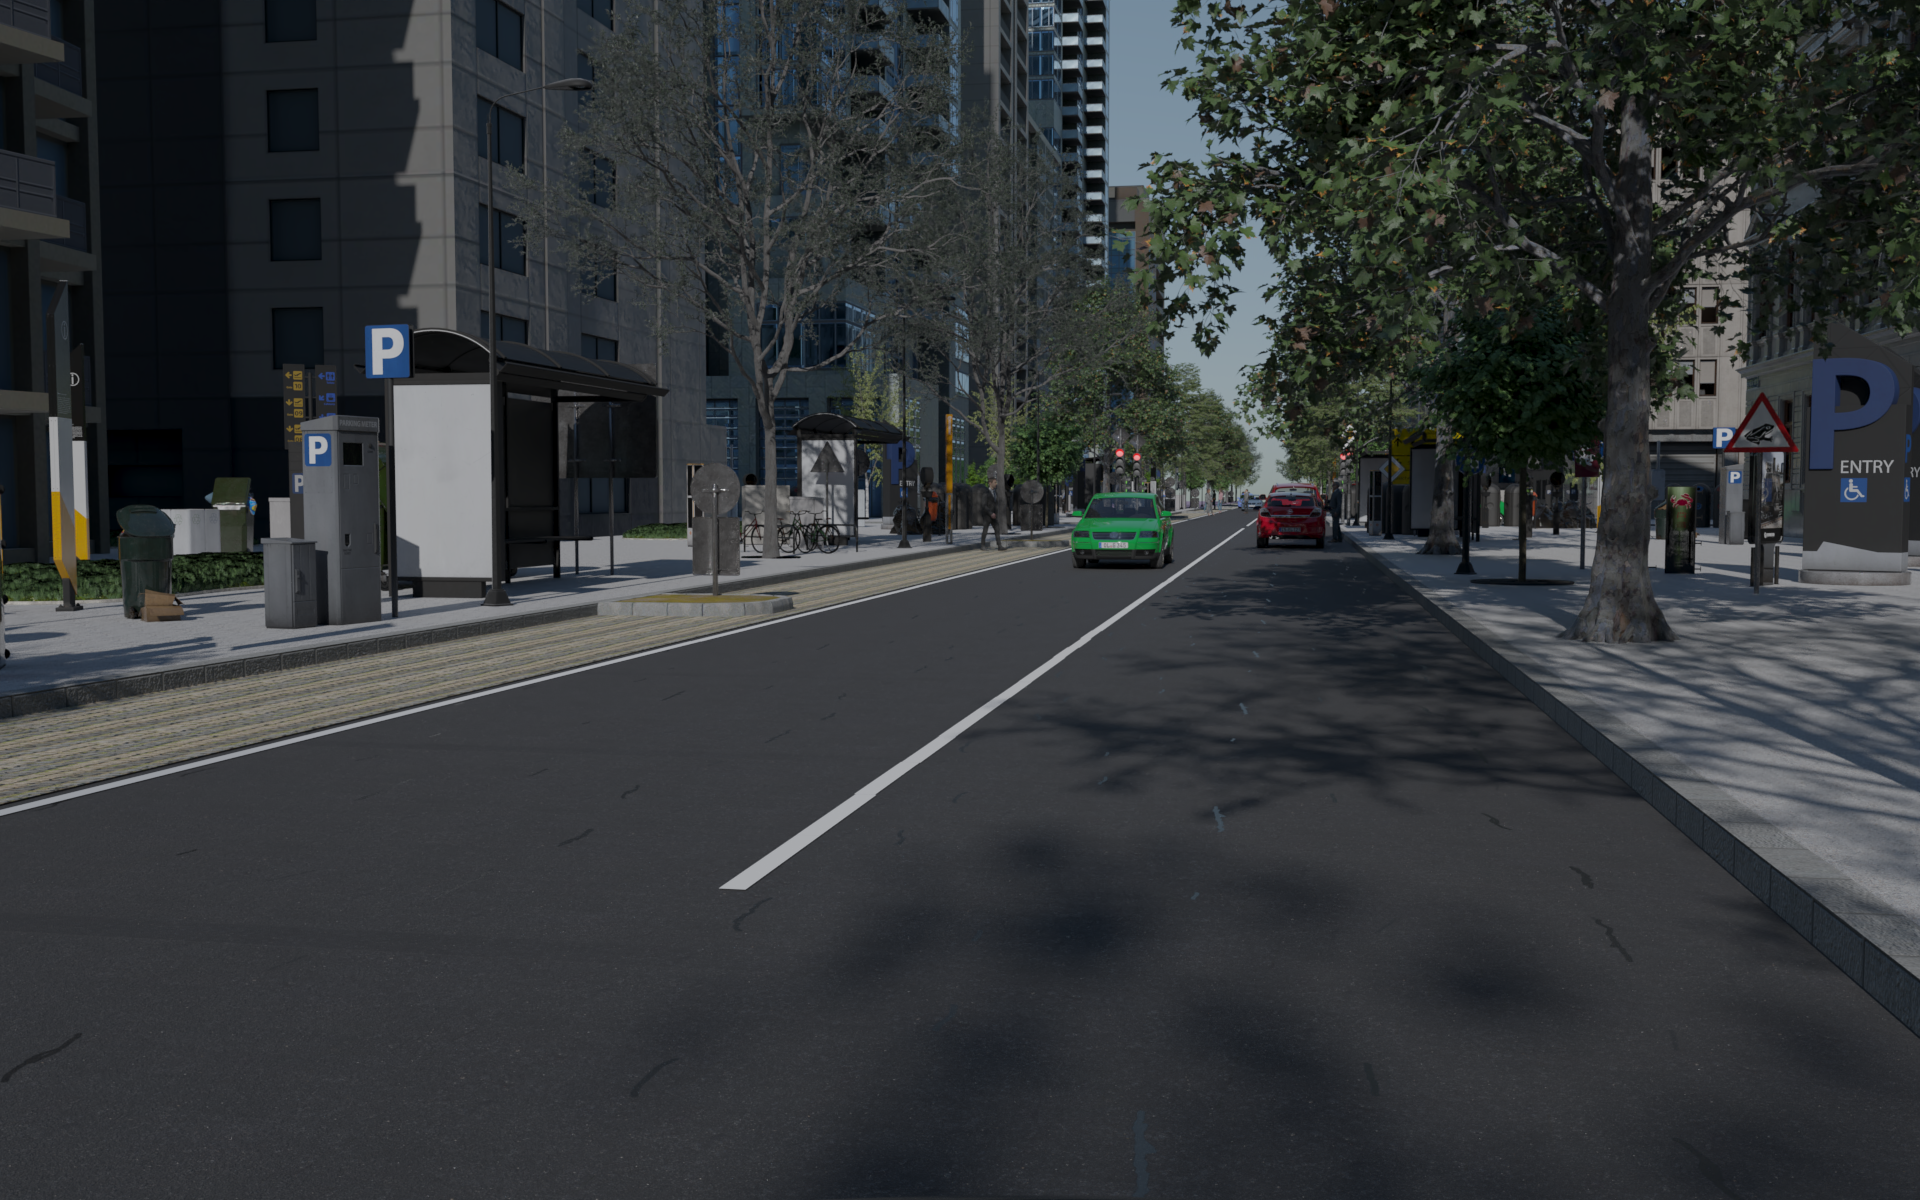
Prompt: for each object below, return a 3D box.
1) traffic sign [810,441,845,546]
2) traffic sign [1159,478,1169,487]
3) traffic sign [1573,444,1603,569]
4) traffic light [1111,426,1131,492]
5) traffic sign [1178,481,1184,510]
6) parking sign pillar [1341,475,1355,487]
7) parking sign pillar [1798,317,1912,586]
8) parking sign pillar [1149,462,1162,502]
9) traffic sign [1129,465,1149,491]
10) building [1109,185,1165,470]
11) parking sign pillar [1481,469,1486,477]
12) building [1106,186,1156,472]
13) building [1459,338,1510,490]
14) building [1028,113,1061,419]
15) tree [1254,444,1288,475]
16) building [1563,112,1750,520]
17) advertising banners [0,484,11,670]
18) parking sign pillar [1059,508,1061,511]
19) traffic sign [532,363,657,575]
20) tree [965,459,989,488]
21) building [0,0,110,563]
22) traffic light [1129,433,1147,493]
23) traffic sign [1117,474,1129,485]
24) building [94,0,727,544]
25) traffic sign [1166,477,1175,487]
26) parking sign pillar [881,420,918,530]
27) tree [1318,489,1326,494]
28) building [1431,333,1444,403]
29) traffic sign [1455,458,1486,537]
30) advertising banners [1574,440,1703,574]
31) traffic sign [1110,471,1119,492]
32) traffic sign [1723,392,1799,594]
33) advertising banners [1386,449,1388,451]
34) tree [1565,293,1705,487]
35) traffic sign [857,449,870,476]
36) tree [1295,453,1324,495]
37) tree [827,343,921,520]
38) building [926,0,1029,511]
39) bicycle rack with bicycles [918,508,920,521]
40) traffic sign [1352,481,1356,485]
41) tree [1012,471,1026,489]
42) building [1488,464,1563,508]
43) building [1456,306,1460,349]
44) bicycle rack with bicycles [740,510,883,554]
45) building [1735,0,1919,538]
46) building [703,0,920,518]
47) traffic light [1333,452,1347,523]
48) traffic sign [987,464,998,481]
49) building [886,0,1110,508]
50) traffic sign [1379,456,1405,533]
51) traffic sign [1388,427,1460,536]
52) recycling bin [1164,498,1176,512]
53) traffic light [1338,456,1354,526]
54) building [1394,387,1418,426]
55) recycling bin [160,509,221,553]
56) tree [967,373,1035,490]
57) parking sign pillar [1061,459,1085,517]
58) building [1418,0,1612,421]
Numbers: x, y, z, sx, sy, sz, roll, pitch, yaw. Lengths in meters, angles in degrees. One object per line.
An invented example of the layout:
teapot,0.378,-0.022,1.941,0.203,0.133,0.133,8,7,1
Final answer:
traffic sign,-3.263,-2.601,42.536,0.884,2.594,0.081,1,4,14
traffic sign,14.722,-7.692,125.763,0.884,2.594,0.081,1,4,14
traffic sign,10.606,-1.794,29.439,0.768,2.556,0.104,1,4,16
traffic light,6.655,-5.063,71.693,0.839,4.253,0.868,1,4,11
traffic sign,17.857,-8.477,140.729,0.606,2.300,0.079,1,4,17
parking sign pillar,29.616,-8.799,132.327,1.447,3.967,1.447,-2,4,-31
parking sign pillar,12.845,-2.220,24.767,1.447,3.967,1.447,3,5,40
parking sign pillar,14.731,-8.790,132.189,1.447,3.967,1.447,-1,4,-13
traffic sign,12.365,-7.929,123.513,2.265,3.308,0.079,1,4,20
building,21.003,-39.852,275.280,21.300,48.544,21.600,1,4,11
parking sign pillar,31.273,-7.115,104.799,1.447,3.967,1.447,-1,4,-12
building,21.495,-37.084,256.427,14.600,45.320,14.200,1,4,11
building,46.773,-18.017,136.382,13.314,21.916,24.055,1,4,11
building,-3.846,-29.271,170.465,32.217,40.220,23.993,1,4,11
tree,48.888,-19.899,235.724,12.009,13.543,11.850,0,3,0
building,42.755,-16.609,89.579,19.932,24.808,12.078,1,4,11
advertising banners,-6.785,-0.967,12.002,0.090,3.025,2.074,-2,4,-23
parking sign pillar,8.395,-8.871,133.505,1.447,3.967,1.447,-3,5,-40
traffic sign,-5.801,-2.051,27.401,2.265,3.308,0.079,1,4,20
tree,0.679,-6.203,96.025,1.663,3.219,1.824,0,3,0
building,-27.632,-22.586,23.909,22.147,44.769,28.867,1,4,11
traffic light,8.160,-5.542,79.536,0.839,4.253,0.868,1,4,11
traffic sign,9.141,-5.927,97.019,0.768,2.556,0.104,1,4,14
building,-20.515,-37.592,52.878,20.611,71.187,20.563,1,4,11
traffic sign,15.572,-7.854,128.524,0.768,2.556,0.104,1,4,16
parking sign pillar,-2.174,-4.561,63.039,1.447,3.967,1.447,-3,5,-39
tree,41.671,-12.459,198.297,1.663,3.219,1.824,0,3,0
building,55.843,-32.187,176.363,14.600,45.320,14.200,1,4,11
traffic sign,13.421,-2.783,45.600,0.768,2.556,0.104,1,4,13
advertising banners,10.896,-1.946,28.011,2.074,3.025,0.090,1,4,17
traffic sign,8.726,-5.960,97.547,0.768,2.556,0.104,1,4,14
traffic sign,10.242,-1.357,22.199,0.884,2.594,0.081,1,4,16
advertising banners,16.335,-4.261,65.862,0.090,3.025,2.074,0,4,6
tree,22.590,-6.706,60.013,4.737,8.622,4.395,0,3,0
traffic sign,-2.923,-2.993,49.034,0.768,2.556,0.104,1,4,15
tree,34.687,-13.258,167.127,4.737,8.622,4.395,0,3,0
tree,-4.296,-8.189,84.246,4.737,8.622,4.395,0,3,0
building,-3.025,-42.976,140.902,20.563,71.187,20.611,1,4,11
bicycle rack with bicycles,-1.537,-3.257,66.639,2.925,0.926,2.852,-1,4,-10
traffic sign,22.418,-6.097,99.688,0.884,2.594,0.081,1,4,14
tree,4.247,-7.569,118.354,1.663,3.219,1.824,0,3,0
building,43.098,-19.509,112.478,14.314,27.812,24.014,1,4,11
building,52.699,-23.935,163.033,14.160,30.474,14.107,1,4,11
bicycle rack with bicycles,-3.503,-1.507,38.028,2.852,0.926,2.925,-3,5,-42
building,28.620,-12.791,45.291,11.583,22.565,21.152,1,4,11
building,-11.302,-48.623,107.661,22.319,86.520,31.000,1,4,11
traffic light,17.210,-5.437,77.821,0.839,4.253,0.868,1,4,11
traffic sign,1.498,-4.487,73.468,0.768,2.556,0.104,1,4,17
building,6.351,-53.971,195.091,22.319,86.520,31.000,1,4,11
traffic sign,13.048,-3.132,52.389,0.795,2.450,0.064,1,4,12
traffic sign,14.109,-3.578,52.373,2.265,3.308,0.079,1,4,14
recycling bin,15.307,-6.985,126.762,0.722,1.027,0.722,3,5,41
traffic light,15.705,-4.958,69.979,0.839,4.253,0.868,1,4,11
building,72.688,-35.592,265.531,14.154,41.232,14.086,1,4,11
recycling bin,-12.752,-0.984,28.635,0.722,1.027,0.722,1,4,22
tree,2.584,-9.552,106.531,4.737,8.622,4.395,0,3,0
parking sign pillar,6.663,-6.641,97.054,1.447,3.967,1.447,0,4,-8
building,63.170,-40.038,196.624,21.231,58.520,28.212,1,4,11
